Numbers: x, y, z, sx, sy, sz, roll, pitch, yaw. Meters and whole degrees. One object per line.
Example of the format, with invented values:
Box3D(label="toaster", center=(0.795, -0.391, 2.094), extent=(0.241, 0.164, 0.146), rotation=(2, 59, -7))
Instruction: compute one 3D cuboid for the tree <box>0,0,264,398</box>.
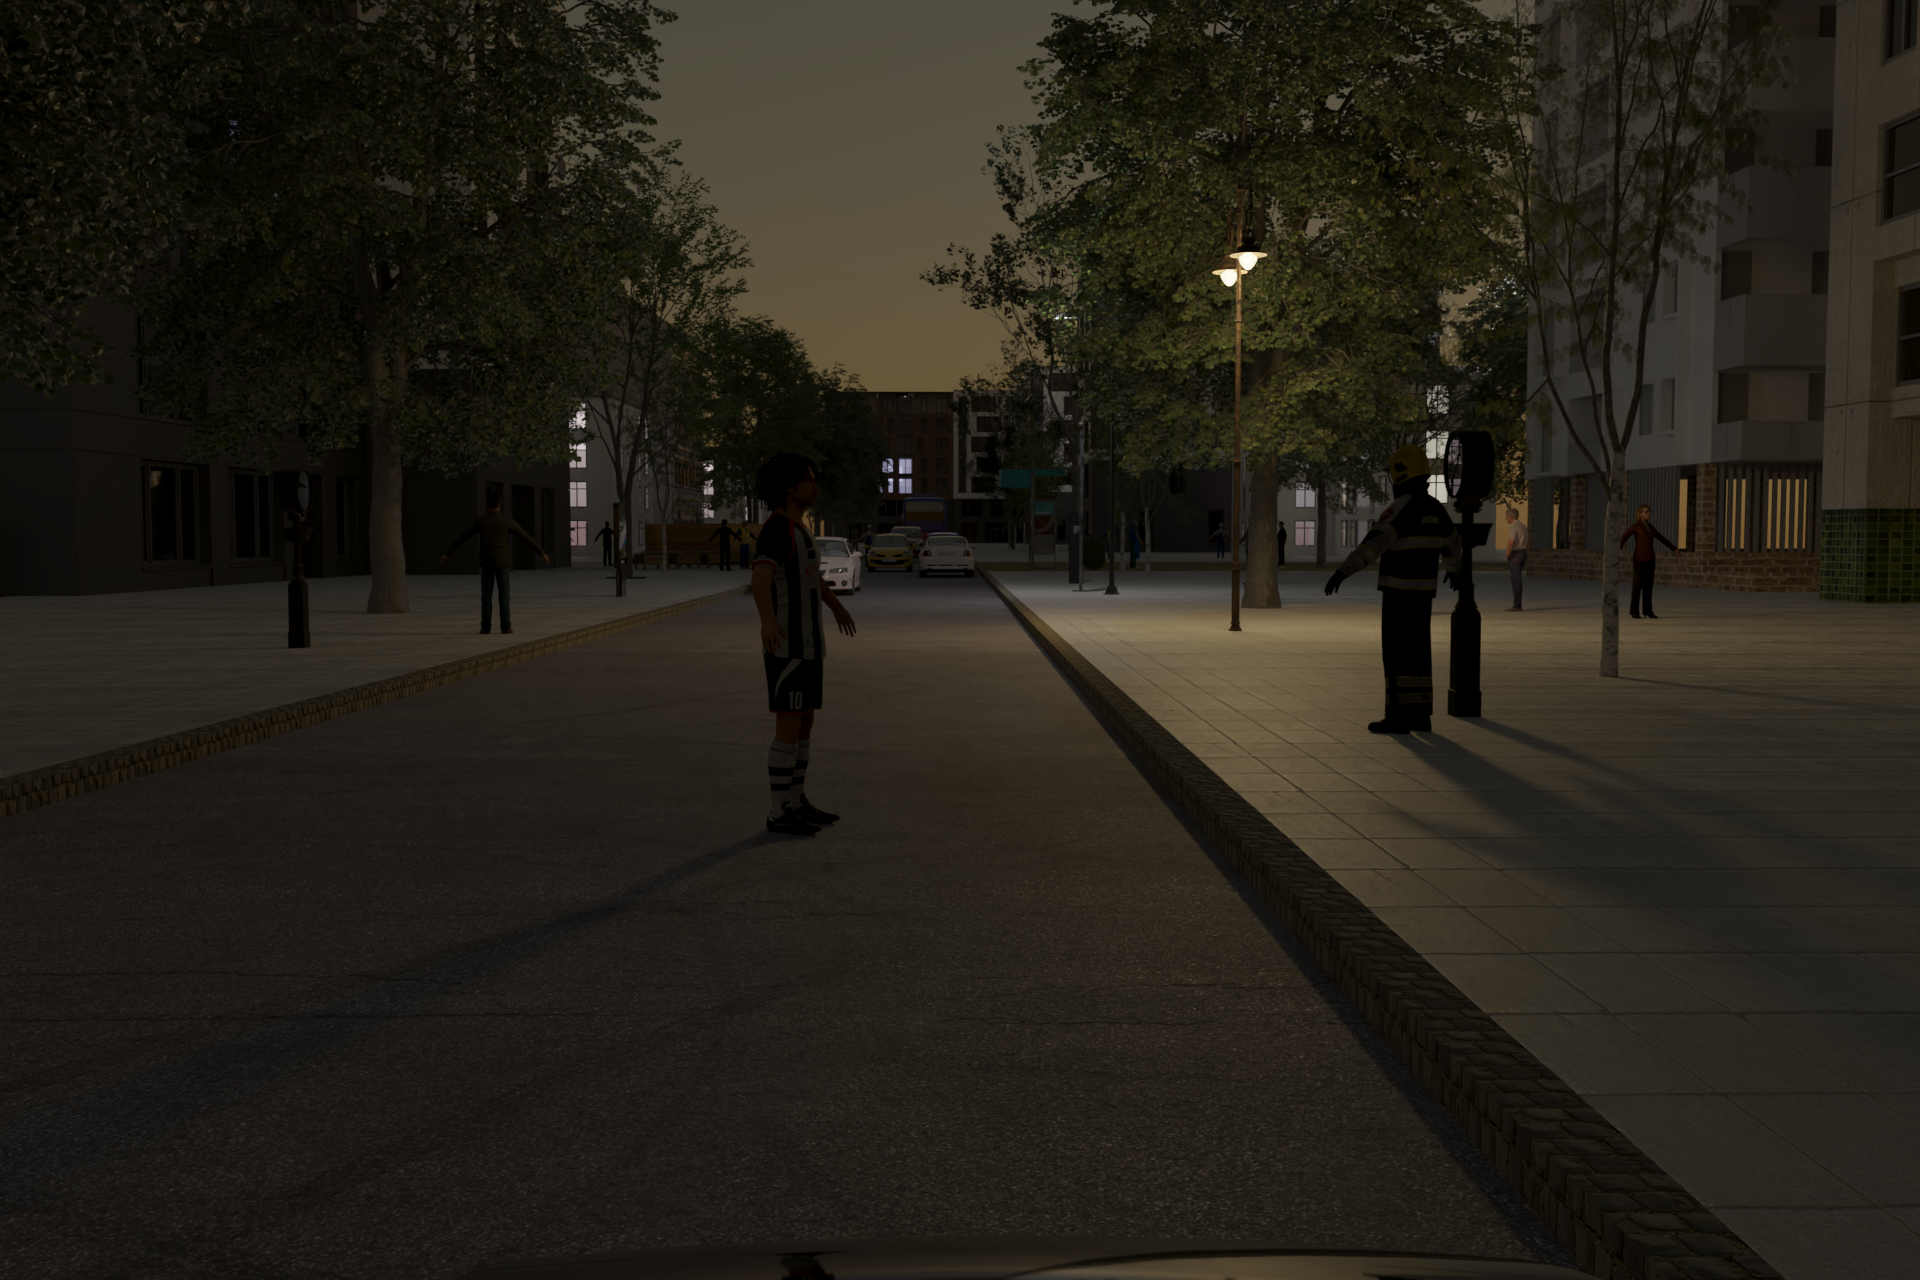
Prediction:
Box3D(label="tree", center=(-9.445, -6.454, 12.186), extent=(9.857, 13.997, 8.962), rotation=(0, 3, 0))

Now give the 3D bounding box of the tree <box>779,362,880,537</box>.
Box3D(label="tree", center=(-10.746, -13.581, 128.710), extent=(9.857, 13.997, 8.962), rotation=(0, 3, 0))

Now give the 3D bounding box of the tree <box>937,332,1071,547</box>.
Box3D(label="tree", center=(4.158, -18.885, 164.664), extent=(12.611, 20.169, 13.585), rotation=(0, 3, 0))

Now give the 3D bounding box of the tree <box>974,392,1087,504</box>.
Box3D(label="tree", center=(4.557, -11.015, 114.505), extent=(8.767, 10.594, 7.601), rotation=(2, 4, 28))

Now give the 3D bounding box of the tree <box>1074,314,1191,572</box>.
Box3D(label="tree", center=(5.740, -6.626, 58.692), extent=(4.737, 8.622, 4.395), rotation=(0, 3, 0))

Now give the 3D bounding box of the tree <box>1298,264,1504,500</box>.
Box3D(label="tree", center=(19.626, -10.227, 77.574), extent=(12.009, 13.543, 11.850), rotation=(0, 3, 0))

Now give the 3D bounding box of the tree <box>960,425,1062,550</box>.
Box3D(label="tree", center=(4.312, -12.670, 141.569), extent=(8.767, 10.594, 7.601), rotation=(0, 4, -4))

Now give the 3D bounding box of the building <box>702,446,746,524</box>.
Box3D(label="building", center=(-26.621, -14.511, 179.406), extent=(9.099, 9.664, 28.070), rotation=(0, 4, -1))

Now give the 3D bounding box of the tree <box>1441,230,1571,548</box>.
Box3D(label="tree", center=(22.985, -9.709, 65.399), extent=(9.857, 13.997, 8.962), rotation=(0, 3, 0))

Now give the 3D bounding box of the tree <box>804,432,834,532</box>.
Box3D(label="tree", center=(-9.989, -10.270, 118.279), extent=(4.360, 8.622, 3.978), rotation=(0, 3, 0))

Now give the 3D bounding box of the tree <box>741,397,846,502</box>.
Box3D(label="tree", center=(-10.609, -10.670, 108.866), extent=(7.601, 10.594, 8.767), rotation=(1, 4, 14))

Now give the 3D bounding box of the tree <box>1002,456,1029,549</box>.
Box3D(label="tree", center=(5.042, -12.426, 153.535), extent=(4.737, 8.622, 4.395), rotation=(0, 3, 0))

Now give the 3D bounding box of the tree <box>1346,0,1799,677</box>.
Box3D(label="tree", center=(5.864, -3.960, 15.108), extent=(4.360, 8.622, 3.978), rotation=(0, 3, 0))

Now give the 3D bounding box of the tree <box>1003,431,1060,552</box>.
Box3D(label="tree", center=(4.846, -10.666, 124.752), extent=(4.737, 8.622, 4.395), rotation=(0, 3, 0))

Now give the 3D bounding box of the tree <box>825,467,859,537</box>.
Box3D(label="tree", center=(-10.698, -11.755, 142.555), extent=(4.360, 8.622, 3.978), rotation=(0, 3, 0))

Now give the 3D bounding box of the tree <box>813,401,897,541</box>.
Box3D(label="tree", center=(-10.544, -15.475, 159.673), extent=(9.857, 13.997, 8.962), rotation=(0, 3, 0))

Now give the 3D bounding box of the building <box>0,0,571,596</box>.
Box3D(label="building", center=(-28.964, -12.673, 51.177), extent=(27.936, 21.610, 32.646), rotation=(0, 4, -1))

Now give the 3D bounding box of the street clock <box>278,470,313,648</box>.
Box3D(label="street clock", center=(-7.457, -0.912, 19.489), extent=(0.358, 2.002, 0.471), rotation=(0, 3, 0))

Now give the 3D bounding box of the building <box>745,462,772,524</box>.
Box3D(label="building", center=(-26.713, -16.321, 208.987), extent=(9.099, 9.664, 28.070), rotation=(0, 3, 0))

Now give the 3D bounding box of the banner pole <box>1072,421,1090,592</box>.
Box3D(label="banner pole", center=(2.696, -2.955, 38.330), extent=(0.401, 3.779, 0.863), rotation=(0, 4, 0))

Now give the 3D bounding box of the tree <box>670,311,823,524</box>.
Box3D(label="tree", center=(-9.909, -9.459, 80.407), extent=(9.928, 11.665, 9.643), rotation=(0, 3, 0))

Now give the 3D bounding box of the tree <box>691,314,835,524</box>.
Box3D(label="tree", center=(-10.238, -10.504, 89.874), extent=(7.486, 12.596, 7.792), rotation=(0, 3, 0))

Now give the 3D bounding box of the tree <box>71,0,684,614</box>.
Box3D(label="tree", center=(-9.215, -7.413, 27.860), extent=(9.857, 13.997, 8.962), rotation=(0, 3, 0))

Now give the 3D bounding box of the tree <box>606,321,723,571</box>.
Box3D(label="tree", center=(-10.232, -6.688, 59.705), extent=(4.360, 8.622, 3.978), rotation=(0, 3, 0))

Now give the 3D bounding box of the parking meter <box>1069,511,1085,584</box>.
Box3D(label="parking meter", center=(3.020, -2.390, 44.783), extent=(0.399, 1.863, 0.255), rotation=(0, 4, 0))

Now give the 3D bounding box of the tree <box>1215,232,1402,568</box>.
Box3D(label="tree", center=(13.457, -9.040, 65.929), extent=(7.486, 12.596, 7.792), rotation=(0, 3, 0))

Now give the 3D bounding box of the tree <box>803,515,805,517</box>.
Box3D(label="tree", center=(-23.126, -18.462, 252.219), extent=(4.360, 8.622, 3.978), rotation=(0, 3, 0))

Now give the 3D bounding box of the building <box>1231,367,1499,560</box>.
Box3D(label="building", center=(22.440, -9.687, 100.536), extent=(9.099, 9.664, 28.070), rotation=(0, 4, 0))

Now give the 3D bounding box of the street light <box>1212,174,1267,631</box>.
Box3D(label="street light", center=(3.647, -3.056, 22.761), extent=(0.468, 5.910, 1.993), rotation=(0, 4, 0))

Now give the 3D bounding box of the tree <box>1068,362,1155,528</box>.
Box3D(label="tree", center=(6.290, -7.413, 71.571), extent=(4.360, 8.622, 3.978), rotation=(0, 3, 0))

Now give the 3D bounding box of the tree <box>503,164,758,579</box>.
Box3D(label="tree", center=(-9.604, -7.566, 49.466), extent=(9.928, 11.665, 9.643), rotation=(0, 3, 0))

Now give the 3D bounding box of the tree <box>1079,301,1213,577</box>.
Box3D(label="tree", center=(5.695, -6.216, 51.996), extent=(4.360, 8.622, 3.978), rotation=(0, 3, 0))

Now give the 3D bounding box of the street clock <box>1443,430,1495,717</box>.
Box3D(label="street clock", center=(3.557, -0.464, 12.157), extent=(0.358, 2.002, 0.471), rotation=(0, 4, 0))

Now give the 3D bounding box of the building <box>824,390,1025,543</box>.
Box3D(label="building", center=(-3.395, -25.117, 257.098), extent=(32.646, 21.610, 27.936), rotation=(0, 4, -1))

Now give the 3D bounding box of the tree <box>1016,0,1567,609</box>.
Box3D(label="tree", center=(5.197, -7.532, 29.799), extent=(9.857, 13.997, 8.962), rotation=(0, 3, 0))

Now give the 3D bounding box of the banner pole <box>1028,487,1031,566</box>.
Box3D(label="banner pole", center=(2.868, -4.922, 70.499), extent=(0.401, 3.779, 0.863), rotation=(0, 4, -2))

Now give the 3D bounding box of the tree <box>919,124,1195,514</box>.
Box3D(label="tree", center=(4.033, -13.836, 82.106), extent=(12.611, 20.169, 13.585), rotation=(0, 3, 0))

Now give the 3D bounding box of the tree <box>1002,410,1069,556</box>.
Box3D(label="tree", center=(4.593, -9.258, 101.726), extent=(4.737, 8.622, 4.395), rotation=(0, 3, 0))

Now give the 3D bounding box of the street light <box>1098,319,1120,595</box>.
Box3D(label="street light", center=(3.759, -3.915, 36.555), extent=(1.470, 5.913, 1.316), rotation=(0, 4, 0))

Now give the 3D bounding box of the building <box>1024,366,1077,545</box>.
Box3D(label="building", center=(22.222, -23.405, 226.646), extent=(27.936, 21.610, 32.646), rotation=(0, 4, -1))
